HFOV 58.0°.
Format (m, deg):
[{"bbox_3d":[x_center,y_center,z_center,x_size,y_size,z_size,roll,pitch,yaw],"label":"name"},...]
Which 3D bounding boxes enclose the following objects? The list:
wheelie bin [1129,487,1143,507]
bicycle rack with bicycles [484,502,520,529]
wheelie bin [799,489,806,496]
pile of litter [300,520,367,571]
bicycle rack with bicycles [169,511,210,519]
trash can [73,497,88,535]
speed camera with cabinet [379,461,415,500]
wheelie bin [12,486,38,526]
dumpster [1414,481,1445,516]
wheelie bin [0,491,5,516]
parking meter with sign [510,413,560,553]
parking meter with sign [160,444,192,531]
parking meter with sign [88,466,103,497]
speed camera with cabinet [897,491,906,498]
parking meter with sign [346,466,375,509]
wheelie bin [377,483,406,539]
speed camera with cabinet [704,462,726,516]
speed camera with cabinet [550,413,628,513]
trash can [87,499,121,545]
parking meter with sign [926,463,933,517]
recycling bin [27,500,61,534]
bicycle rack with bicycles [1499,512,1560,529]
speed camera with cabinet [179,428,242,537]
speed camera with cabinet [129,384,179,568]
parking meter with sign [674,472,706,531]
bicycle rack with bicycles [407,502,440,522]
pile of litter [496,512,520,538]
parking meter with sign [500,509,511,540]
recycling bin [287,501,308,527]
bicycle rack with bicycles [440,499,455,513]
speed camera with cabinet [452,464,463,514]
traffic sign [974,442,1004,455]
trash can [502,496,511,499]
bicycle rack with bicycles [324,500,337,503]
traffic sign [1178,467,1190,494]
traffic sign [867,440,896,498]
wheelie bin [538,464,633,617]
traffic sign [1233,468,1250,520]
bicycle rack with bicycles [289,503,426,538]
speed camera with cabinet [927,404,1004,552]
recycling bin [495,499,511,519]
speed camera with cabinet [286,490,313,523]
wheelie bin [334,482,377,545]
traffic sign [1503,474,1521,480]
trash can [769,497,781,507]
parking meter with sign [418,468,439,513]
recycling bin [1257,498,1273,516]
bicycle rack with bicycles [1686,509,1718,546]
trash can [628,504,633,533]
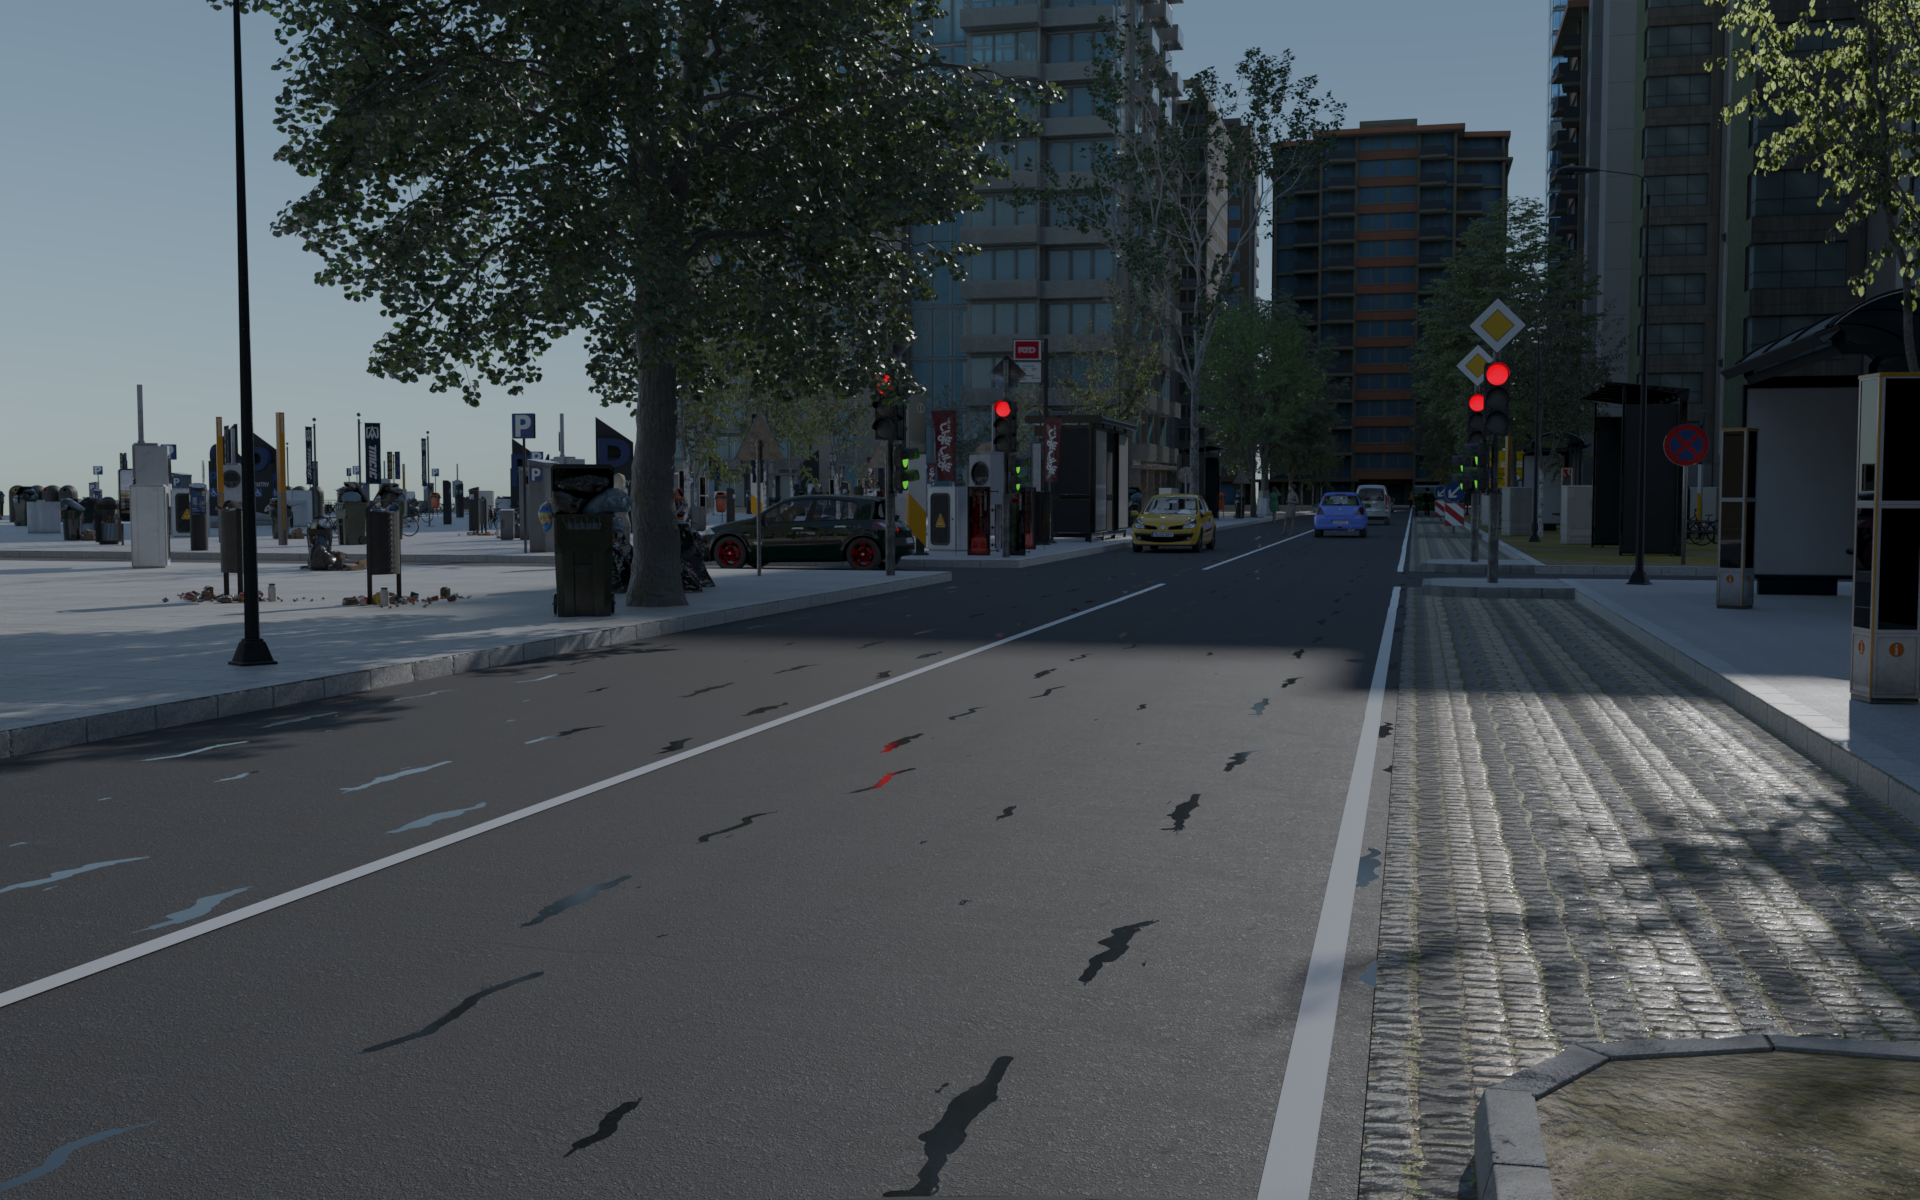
[{"bbox_3d":[7.280,-3.998,73.282,0.980,1.594,0.693,2,4,24],"label":"wheelie bin"},{"bbox_3d":[-16.656,-3.117,64.350,2.852,0.926,2.925,-1,4,-12],"label":"bicycle rack with bicycles"},{"bbox_3d":[-9.379,-5.723,101.486,0.980,1.594,0.693,-2,4,-31],"label":"wheelie bin"},{"bbox_3d":[-10.668,-0.952,29.535,1.176,0.858,1.719,-1,4,-14],"label":"pile of litter"},{"bbox_3d":[-29.963,-3.382,68.673,2.852,0.926,2.925,0,4,2],"label":"bicycle rack with bicycles"},{"bbox_3d":[-27.702,-2.643,54.873,0.748,1.137,0.748,0,3,0],"label":"trash can"},{"bbox_3d":[-33.512,-6.649,103.053,2.038,3.252,0.660,-1,4,-21],"label":"speed camera with cabinet"},{"bbox_3d":[-37.356,-3.755,69.303,0.693,1.594,0.980,1,4,16],"label":"wheelie bin"},{"bbox_3d":[30.507,-6.582,112.566,1.985,2.255,1.502,1,4,14],"label":"dumpster"},{"bbox_3d":[-55.620,-5.636,100.048,0.693,1.594,0.980,0,4,-1],"label":"wheelie bin"},{"bbox_3d":[-9.135,-2.564,38.190,0.543,3.016,1.738,1,4,19],"label":"parking meter with sign"},{"bbox_3d":[-27.534,-3.980,61.342,0.543,3.016,1.738,0,4,6],"label":"parking meter with sign"},{"bbox_3d":[-53.364,-6.754,106.692,0.543,3.016,1.738,0,4,-8],"label":"parking meter with sign"},{"bbox_3d":[-2.508,-5.508,84.386,0.660,3.252,2.038,1,4,16],"label":"speed camera with cabinet"},{"bbox_3d":[-39.979,-7.299,115.602,1.738,3.016,0.543,0,4,7],"label":"parking meter with sign"},{"bbox_3d":[-16.063,-2.506,48.883,0.693,1.594,0.980,1,4,18],"label":"wheelie bin"},{"bbox_3d":[-14.613,-6.701,103.892,2.038,3.252,0.660,2,4,30],"label":"speed camera with cabinet"},{"bbox_3d":[-9.067,-2.935,42.321,2.038,3.252,0.660,2,4,31],"label":"speed camera with cabinet"},{"bbox_3d":[-21.645,-1.979,44.013,0.748,1.137,0.748,0,3,0],"label":"trash can"},{"bbox_3d":[-1.850,-6.189,97.450,0.543,3.016,1.738,-1,4,-16],"label":"parking meter with sign"},{"bbox_3d":[-29.971,-2.698,56.668,0.722,1.027,0.722,1,4,17],"label":"recycling bin"},{"bbox_3d":[20.975,-3.066,63.505,2.925,0.926,2.852,-1,4,-13],"label":"bicycle rack with bicycles"},{"bbox_3d":[-22.526,-3.521,51.908,2.038,3.252,0.660,-1,4,-13],"label":"speed camera with cabinet"},{"bbox_3d":[-14.370,-2.228,30.766,0.660,3.252,2.038,-1,4,-22],"label":"speed camera with cabinet"},{"bbox_3d":[-9.582,-3.894,59.922,1.738,3.016,0.543,2,4,27],"label":"parking meter with sign"},{"bbox_3d":[-25.207,-3.946,77.903,2.925,0.926,2.852,-1,4,-23],"label":"bicycle rack with bicycles"},{"bbox_3d":[-12.947,-2.250,50.758,1.176,0.858,1.719,-2,4,-32],"label":"pile of litter"},{"bbox_3d":[-12.000,-3.198,48.548,1.738,3.016,0.543,0,4,-6],"label":"parking meter with sign"},{"bbox_3d":[-25.817,-3.353,67.382,0.722,1.027,0.722,-2,4,-29],"label":"recycling bin"},{"bbox_3d":[-35.703,-6.523,120.035,2.925,0.926,2.852,-2,4,-27],"label":"bicycle rack with bicycles"},{"bbox_3d":[-32.187,-7.284,113.429,2.038,3.252,0.660,-1,4,-16],"label":"speed camera with cabinet"},{"bbox_3d":[0.694,-2.564,42.029,0.768,2.556,0.104,1,4,18],"label":"traffic sign"},{"bbox_3d":[-29.242,-6.138,112.003,0.748,1.137,0.748,0,3,0],"label":"trash can"},{"bbox_3d":[-39.275,-5.782,107.923,2.852,0.926,2.925,2,4,27],"label":"bicycle rack with bicycles"},{"bbox_3d":[10.541,-4.937,80.828,0.768,2.556,0.104,1,4,15],"label":"traffic sign"},{"bbox_3d":[-1.494,-2.157,35.270,0.884,2.594,0.081,1,4,19],"label":"traffic sign"},{"bbox_3d":[-3.939,-0.633,18.254,0.980,1.594,0.693,-1,4,-13],"label":"wheelie bin"},{"bbox_3d":[14.117,-5.314,86.889,0.884,2.594,0.081,1,4,16],"label":"traffic sign"},{"bbox_3d":[-17.876,-2.319,51.303,2.925,0.926,2.852,0,4,5],"label":"bicycle rack with bicycles"},{"bbox_3d":[0.146,-2.713,38.695,0.660,3.252,2.038,-3,5,-44],"label":"speed camera with cabinet"},{"bbox_3d":[-23.605,-4.721,89.746,0.722,1.027,0.722,1,4,14],"label":"recycling bin"},{"bbox_3d":[-29.585,-5.006,76.181,0.660,3.252,2.038,3,4,38],"label":"speed camera with cabinet"},{"bbox_3d":[-15.371,-2.191,43.732,0.980,1.594,0.693,3,5,44],"label":"wheelie bin"},{"bbox_3d":[25.416,-4.811,79.853,0.795,2.450,0.064,1,4,20],"label":"traffic sign"},{"bbox_3d":[-8.933,-4.375,83.184,0.748,1.137,0.748,0,3,0],"label":"trash can"},{"bbox_3d":[-35.954,-7.392,117.118,0.543,3.016,1.738,1,4,18],"label":"parking meter with sign"},{"bbox_3d":[18.327,-5.596,104.053,0.722,1.027,0.722,3,5,43],"label":"recycling bin"},{"bbox_3d":[18.072,-1.862,43.819,2.925,0.926,2.852,1,4,17],"label":"bicycle rack with bicycles"},{"bbox_3d":[-10.613,-2.749,56.606,0.748,1.137,0.748,0,3,0],"label":"trash can"}]
